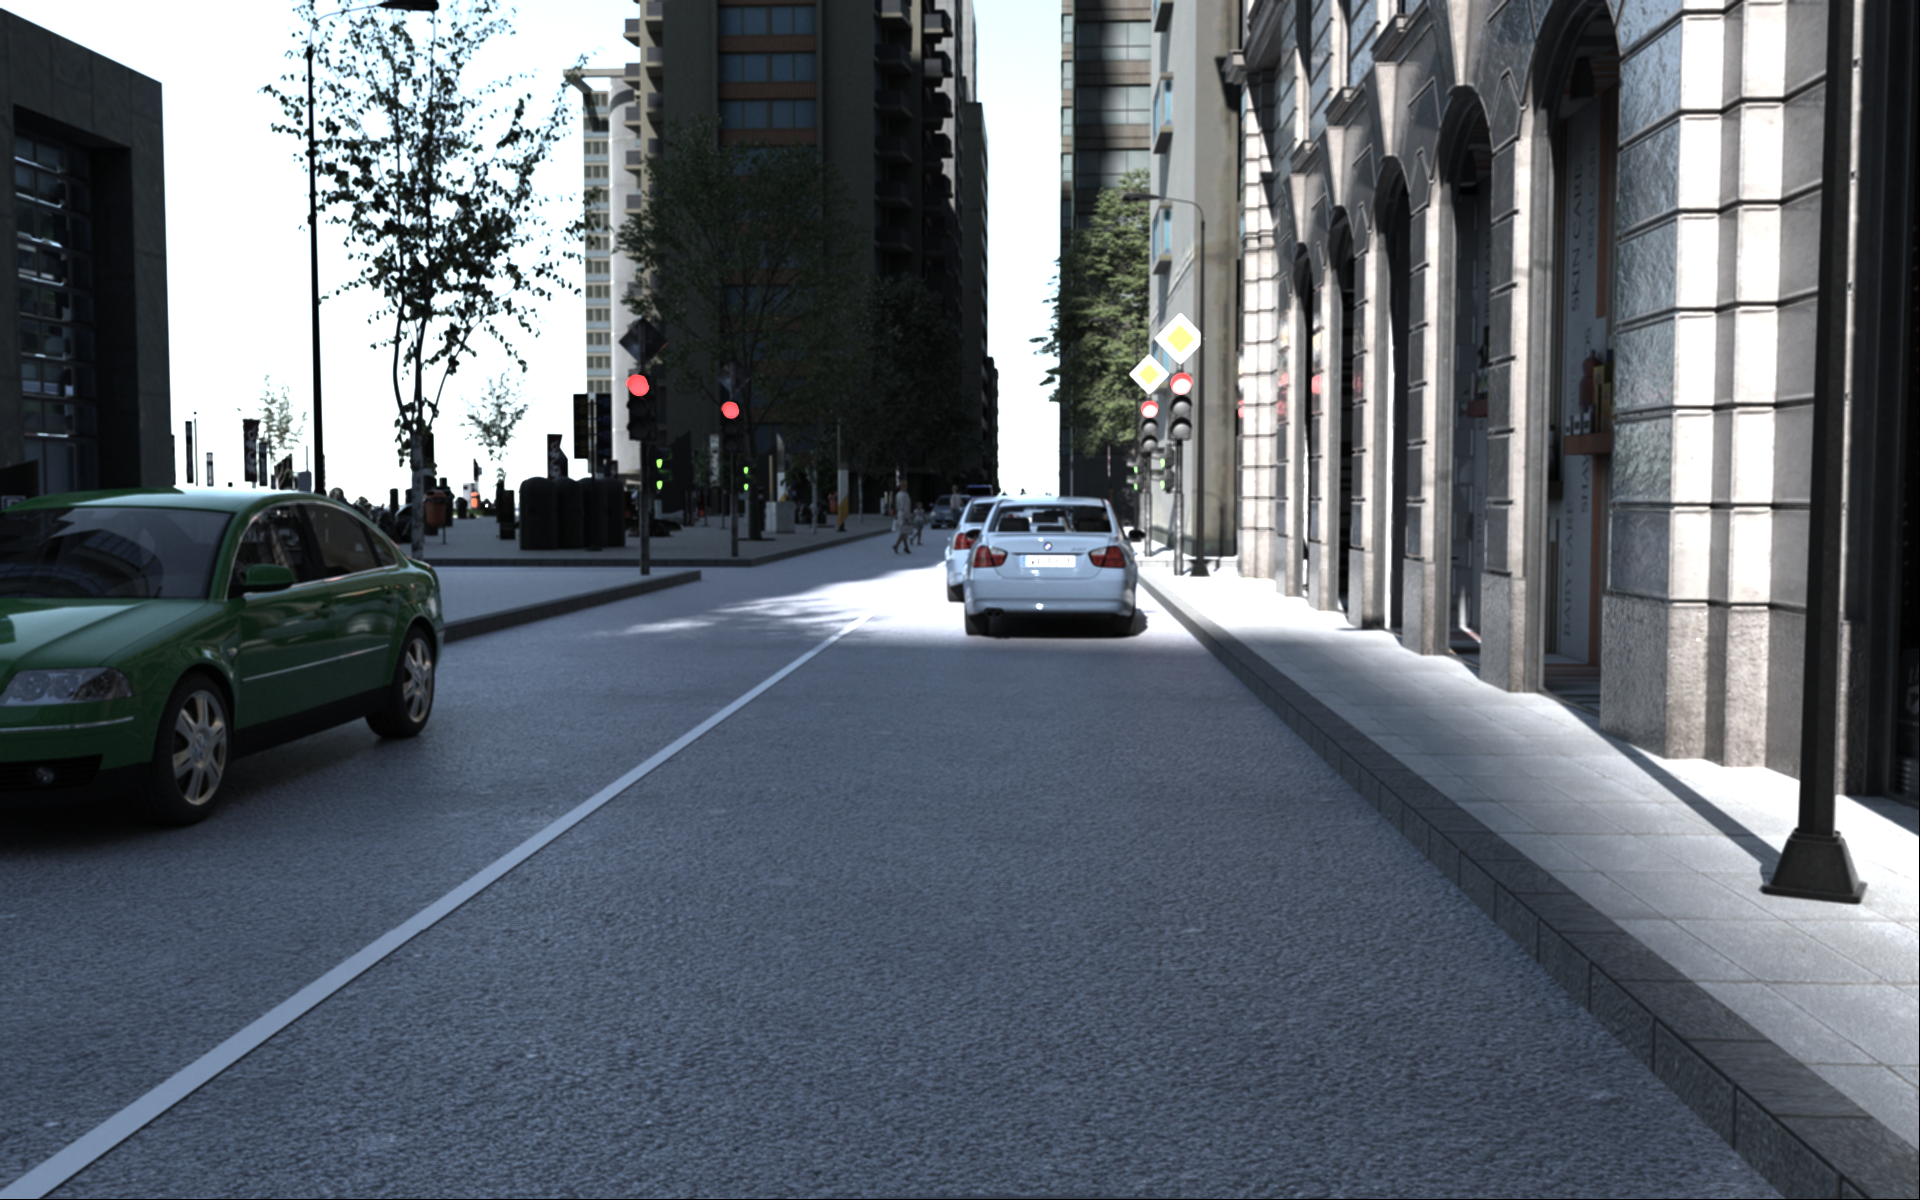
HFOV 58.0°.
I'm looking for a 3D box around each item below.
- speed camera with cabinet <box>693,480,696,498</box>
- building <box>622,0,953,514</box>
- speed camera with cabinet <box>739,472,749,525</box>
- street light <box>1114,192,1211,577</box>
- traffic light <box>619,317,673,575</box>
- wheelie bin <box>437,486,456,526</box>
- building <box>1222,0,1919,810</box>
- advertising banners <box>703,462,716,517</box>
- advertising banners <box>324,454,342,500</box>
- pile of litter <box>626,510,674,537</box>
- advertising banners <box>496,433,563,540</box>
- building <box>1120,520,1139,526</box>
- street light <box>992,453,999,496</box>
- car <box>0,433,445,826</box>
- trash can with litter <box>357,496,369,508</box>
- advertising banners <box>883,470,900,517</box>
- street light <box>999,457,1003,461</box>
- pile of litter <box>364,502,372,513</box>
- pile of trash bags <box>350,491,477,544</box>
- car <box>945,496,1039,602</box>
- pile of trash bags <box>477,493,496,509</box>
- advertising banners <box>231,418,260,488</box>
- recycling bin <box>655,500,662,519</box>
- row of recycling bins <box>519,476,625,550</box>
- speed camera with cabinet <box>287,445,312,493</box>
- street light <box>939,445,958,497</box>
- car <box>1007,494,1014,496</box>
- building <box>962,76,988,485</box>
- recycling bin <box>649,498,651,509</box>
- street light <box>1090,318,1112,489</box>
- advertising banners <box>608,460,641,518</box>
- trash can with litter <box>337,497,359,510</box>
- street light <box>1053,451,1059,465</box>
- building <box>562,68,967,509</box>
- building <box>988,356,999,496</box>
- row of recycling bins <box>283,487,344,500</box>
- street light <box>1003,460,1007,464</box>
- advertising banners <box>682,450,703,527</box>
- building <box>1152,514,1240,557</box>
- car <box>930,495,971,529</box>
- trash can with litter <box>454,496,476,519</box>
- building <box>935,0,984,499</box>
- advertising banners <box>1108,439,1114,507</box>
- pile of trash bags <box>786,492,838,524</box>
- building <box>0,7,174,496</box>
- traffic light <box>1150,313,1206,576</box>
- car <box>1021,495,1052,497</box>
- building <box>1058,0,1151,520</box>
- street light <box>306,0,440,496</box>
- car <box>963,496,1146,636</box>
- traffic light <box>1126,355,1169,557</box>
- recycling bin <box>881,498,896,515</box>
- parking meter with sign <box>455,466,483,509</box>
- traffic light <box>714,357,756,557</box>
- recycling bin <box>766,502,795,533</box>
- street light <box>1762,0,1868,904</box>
[{"bbox_3d":[-17.612,-7.135,110.991,2.038,3.252,0.660,0,4,-8],"label":"speed camera with cabinet"},{"bbox_3d":[-11.924,-28.763,124.906,22.147,44.769,28.867,0,4,3],"label":"building"},{"bbox_3d":[-8.726,-4.771,72.344,0.660,3.252,2.038,0,4,8],"label":"speed camera with cabinet"},{"bbox_3d":[3.193,-3.319,26.807,1.470,5.913,1.316,0,4,3],"label":"street light"},{"bbox_3d":[-4.996,-2.356,27.445,0.839,4.253,0.868,0,4,3],"label":"traffic light"},{"bbox_3d":[-20.409,-3.709,68.544,0.980,1.594,0.693,-3,5,-42],"label":"wheelie bin"},{"bbox_3d":[9.606,-10.561,14.480,13.314,21.916,24.055,0,4,3],"label":"building"},{"bbox_3d":[-14.235,-6.057,95.213,2.074,3.025,0.090,1,4,21],"label":"advertising banners"},{"bbox_3d":[-27.328,-4.837,75.278,0.090,3.025,2.074,-3,5,-42],"label":"advertising banners"},{"bbox_3d":[-9.491,-2.334,52.123,1.719,0.858,1.176,0,4,-3],"label":"pile of litter"},{"bbox_3d":[-12.247,-3.255,49.403,2.074,3.025,0.090,-3,5,-39],"label":"advertising banners"},{"bbox_3d":[11.905,-23.974,75.566,14.154,41.232,14.086,0,4,3],"label":"building"},{"bbox_3d":[3.316,-13.608,195.030,1.470,5.913,1.316,0,4,3],"label":"street light"},{"bbox_3d":[-4.122,-0.006,8.895,1.959,1.807,4.718,0,4,2],"label":"car"},{"bbox_3d":[-35.329,-5.598,102.912,0.624,1.170,1.055,1,4,23],"label":"trash can with litter"},{"bbox_3d":[-3.890,-6.288,98.988,0.090,3.025,2.074,-2,4,-28],"label":"advertising banners"},{"bbox_3d":[4.271,-14.908,216.282,1.470,5.913,1.316,0,4,3],"label":"street light"},{"bbox_3d":[-32.994,-5.009,95.855,1.176,0.858,1.719,-2,4,-25],"label":"pile of litter"},{"bbox_3d":[-14.596,-2.163,45.113,3.447,1.369,1.912,2,4,32],"label":"pile of trash bags"},{"bbox_3d":[0.765,-0.748,24.236,2.014,1.417,4.499,0,4,3],"label":"car"},{"bbox_3d":[-28.514,-5.786,104.351,1.912,1.369,3.447,1,4,10],"label":"pile of trash bags"},{"bbox_3d":[-16.700,-2.646,39.451,0.090,3.025,2.074,2,4,24],"label":"advertising banners"},{"bbox_3d":[-12.950,-3.873,75.870,0.722,1.027,0.722,0,4,-1],"label":"recycling bin"},{"bbox_3d":[-9.130,-2.082,41.161,1.069,1.692,3.534,2,4,24],"label":"row of recycling bins"},{"bbox_3d":[-26.743,-4.631,70.055,0.660,3.252,2.038,-2,4,-33],"label":"speed camera with cabinet"},{"bbox_3d":[-0.750,-8.561,112.521,1.470,5.913,1.316,0,4,3],"label":"street light"},{"bbox_3d":[5.003,-10.394,180.167,2.015,1.641,3.980,0,4,3],"label":"car"},{"bbox_3d":[-7.652,-35.593,205.648,21.300,48.544,21.600,0,4,3],"label":"building"},{"bbox_3d":[-18.891,-5.559,103.451,0.722,1.027,0.722,0,4,-1],"label":"recycling bin"},{"bbox_3d":[4.124,-4.481,45.807,1.470,5.913,1.316,0,4,3],"label":"street light"},{"bbox_3d":[-17.215,-5.722,89.737,2.074,3.025,0.090,-2,4,-28],"label":"advertising banners"},{"bbox_3d":[-17.787,-2.410,50.458,1.678,1.210,2.233,0,4,-4],"label":"trash can with litter"},{"bbox_3d":[11.061,-13.060,186.074,1.470,5.913,1.316,0,4,3],"label":"street light"},{"bbox_3d":[-15.715,-28.120,151.640,32.217,40.220,23.993,0,4,3],"label":"building"},{"bbox_3d":[-8.973,-23.685,232.295,27.650,21.520,28.899,0,4,3],"label":"building"},{"bbox_3d":[-37.021,-5.629,99.150,3.534,1.692,1.069,0,4,-1],"label":"row of recycling bins"},{"bbox_3d":[5.385,-16.205,237.493,1.470,5.913,1.316,0,4,3],"label":"street light"},{"bbox_3d":[-10.655,-4.429,68.604,0.090,3.025,2.074,0,4,8],"label":"advertising banners"},{"bbox_3d":[15.721,-25.700,43.896,21.600,48.544,21.300,0,4,3],"label":"building"},{"bbox_3d":[-0.242,-3.704,72.558,2.014,1.417,4.499,0,4,3],"label":"car"},{"bbox_3d":[-25.644,-4.795,89.786,0.624,1.170,1.055,3,5,40],"label":"trash can with litter"},{"bbox_3d":[-5.675,-49.976,255.357,20.563,71.187,20.611,0,4,3],"label":"building"},{"bbox_3d":[4.762,-3.578,54.681,0.090,3.025,2.074,0,4,2],"label":"advertising banners"},{"bbox_3d":[-6.269,-3.930,74.009,3.447,1.369,1.912,3,5,42],"label":"pile of trash bags"},{"bbox_3d":[-28.490,-42.927,14.528,31.000,86.520,22.319,0,4,3],"label":"building"},{"bbox_3d":[3.406,-2.332,27.055,0.839,4.253,0.868,0,4,3],"label":"traffic light"},{"bbox_3d":[2.020,-2.059,45.666,2.014,1.417,4.499,0,4,3],"label":"car"},{"bbox_3d":[12.918,-25.612,102.353,14.154,41.232,14.086,0,4,3],"label":"building"},{"bbox_3d":[-5.551,-2.679,16.338,1.470,5.913,1.316,0,4,3],"label":"street light"},{"bbox_3d":[1.019,-0.415,18.794,2.014,1.417,4.499,0,4,5],"label":"car"},{"bbox_3d":[3.792,-2.820,35.031,0.839,4.253,0.868,0,4,3],"label":"traffic light"},{"bbox_3d":[-4.506,-5.885,108.779,0.722,1.027,0.722,2,4,26],"label":"recycling bin"},{"bbox_3d":[-31.147,-6.938,109.698,1.738,3.016,0.543,1,4,12],"label":"parking meter with sign"},{"bbox_3d":[-4.610,-2.844,35.420,0.839,4.253,0.868,0,4,3],"label":"traffic light"},{"bbox_3d":[-5.882,-2.707,56.807,0.722,1.027,0.722,-2,4,-35],"label":"recycling bin"},{"bbox_3d":[2.221,-2.013,5.449,1.470,5.913,1.316,0,4,3],"label":"street light"}]
